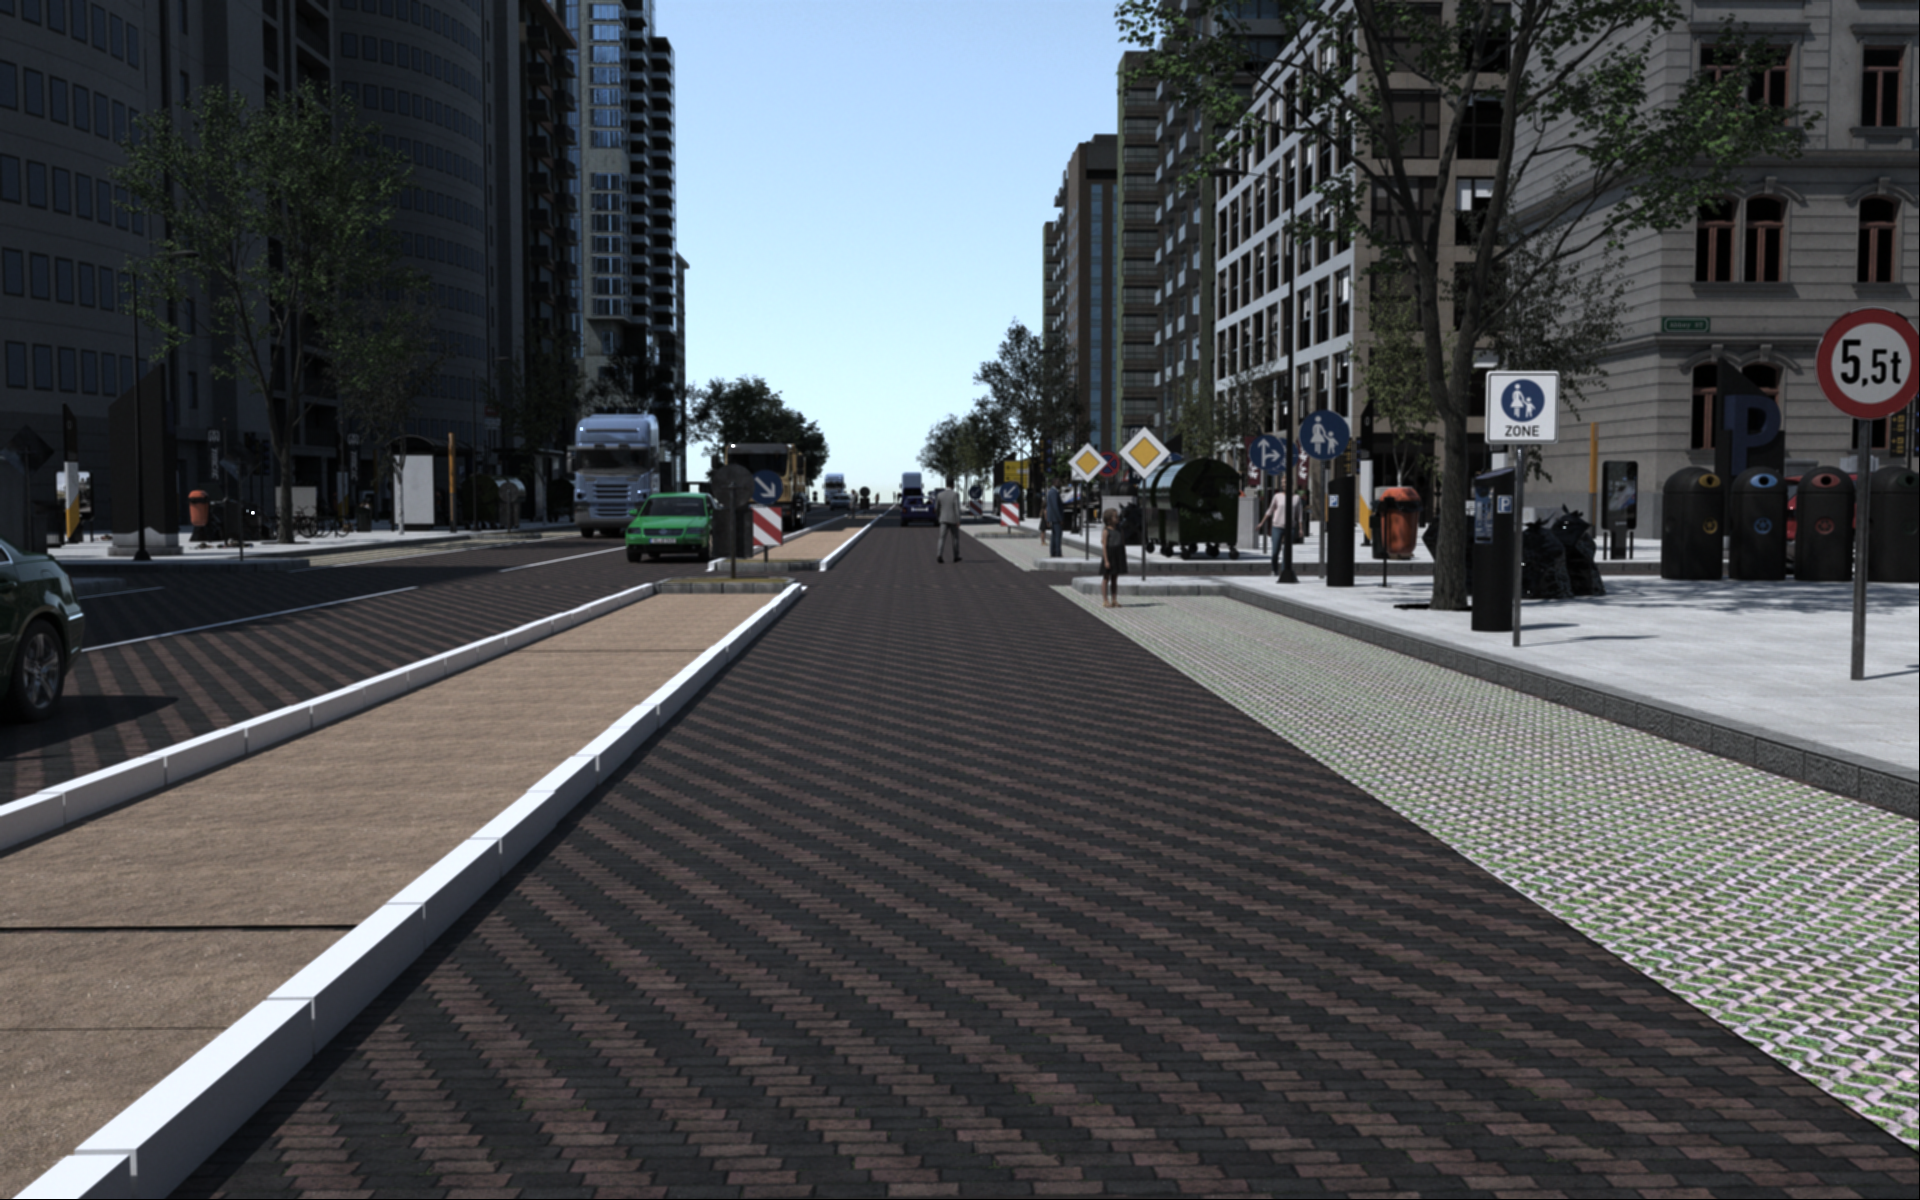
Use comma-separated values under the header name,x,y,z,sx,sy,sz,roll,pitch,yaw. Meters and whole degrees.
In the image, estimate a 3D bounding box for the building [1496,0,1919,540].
name,x,y,z,sx,sy,sz,roll,pitch,yaw
building,30.377,-16.327,54.330,23.554,28.519,14.401,0,4,-2

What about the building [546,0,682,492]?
name,x,y,z,sx,sy,sz,roll,pitch,yaw
building,-46.967,-55.487,219.882,22.319,86.520,31.000,0,4,-2

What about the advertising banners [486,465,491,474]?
name,x,y,z,sx,sy,sz,roll,pitch,yaw
advertising banners,-28.779,-6.507,102.578,2.074,3.025,0.090,-2,4,-33

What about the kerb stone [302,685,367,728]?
name,x,y,z,sx,sy,sz,roll,pitch,yaw
kerb stone,-4.010,0.686,11.023,0.120,0.150,1.000,0,4,-2

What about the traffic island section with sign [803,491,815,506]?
name,x,y,z,sx,sy,sz,roll,pitch,yaw
traffic island section with sign,-19.353,-12.612,214.840,1.989,1.847,2.006,0,4,-2

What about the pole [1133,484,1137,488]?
name,x,y,z,sx,sy,sz,roll,pitch,yaw
pole,8.869,-5.748,87.821,0.158,3.312,0.155,0,3,0

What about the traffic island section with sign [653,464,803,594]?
name,x,y,z,sx,sy,sz,roll,pitch,yaw
traffic island section with sign,-3.432,-1.071,25.653,2.006,1.907,1.989,0,4,-2

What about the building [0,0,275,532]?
name,x,y,z,sx,sy,sz,roll,pitch,yaw
building,-40.436,-31.725,60.709,21.231,58.520,28.212,0,4,-2

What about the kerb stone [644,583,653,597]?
name,x,y,z,sx,sy,sz,roll,pitch,yaw
kerb stone,-4.421,-0.131,24.344,0.120,0.150,1.000,0,4,-2

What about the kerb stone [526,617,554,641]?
name,x,y,z,sx,sy,sz,roll,pitch,yaw
kerb stone,-4.212,0.307,17.181,0.120,0.150,1.000,0,4,-2

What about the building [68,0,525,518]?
name,x,y,z,sx,sy,sz,roll,pitch,yaw
building,-44.215,-35.375,120.381,21.231,58.520,28.212,0,4,-2

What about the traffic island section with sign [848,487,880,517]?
name,x,y,z,sx,sy,sz,roll,pitch,yaw
traffic island section with sign,-5.970,-6.118,108.160,2.006,1.907,1.989,0,4,-2

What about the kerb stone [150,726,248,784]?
name,x,y,z,sx,sy,sz,roll,pitch,yaw
kerb stone,-3.959,0.808,8.979,0.120,0.150,1.000,0,4,-2

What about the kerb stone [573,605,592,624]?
name,x,y,z,sx,sy,sz,roll,pitch,yaw
kerb stone,-4.266,0.191,19.232,0.120,0.150,1.000,0,4,-2

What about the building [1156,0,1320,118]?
name,x,y,z,sx,sy,sz,roll,pitch,yaw
building,28.171,-31.919,141.481,23.786,49.044,30.456,0,4,-2

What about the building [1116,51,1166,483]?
name,x,y,z,sx,sy,sz,roll,pitch,yaw
building,21.637,-29.382,163.986,14.154,41.232,14.086,0,4,-2

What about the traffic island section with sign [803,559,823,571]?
name,x,y,z,sx,sy,sz,roll,pitch,yaw
traffic island section with sign,-3.650,-1.524,33.057,2.006,1.907,1.989,0,4,-2

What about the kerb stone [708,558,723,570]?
name,x,y,z,sx,sy,sz,roll,pitch,yaw
kerb stone,-4.691,-0.666,33.091,0.120,0.150,1.000,0,4,-2

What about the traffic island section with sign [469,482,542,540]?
name,x,y,z,sx,sy,sz,roll,pitch,yaw
traffic island section with sign,-14.437,-2.847,55.181,1.989,1.847,2.006,0,4,-2

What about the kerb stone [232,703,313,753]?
name,x,y,z,sx,sy,sz,roll,pitch,yaw
kerb stone,-3.984,0.746,10.001,0.120,0.150,1.000,0,4,-2

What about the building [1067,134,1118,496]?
name,x,y,z,sx,sy,sz,roll,pitch,yaw
building,20.928,-34.616,216.076,14.600,45.320,14.200,0,4,-2

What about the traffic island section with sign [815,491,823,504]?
name,x,y,z,sx,sy,sz,roll,pitch,yaw
traffic island section with sign,-20.186,-14.274,242.011,1.989,1.847,2.006,0,4,-2

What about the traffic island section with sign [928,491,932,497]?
name,x,y,z,sx,sy,sz,roll,pitch,yaw
traffic island section with sign,-1.746,-9.290,160.526,1.989,1.847,2.006,0,4,-2

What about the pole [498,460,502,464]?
name,x,y,z,sx,sy,sz,roll,pitch,yaw
pole,-25.737,-6.309,97.002,0.158,3.312,0.155,0,3,0

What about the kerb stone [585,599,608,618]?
name,x,y,z,sx,sy,sz,roll,pitch,yaw
kerb stone,-4.296,0.119,20.256,0.120,0.150,1.000,0,4,-2

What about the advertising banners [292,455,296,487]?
name,x,y,z,sx,sy,sz,roll,pitch,yaw
advertising banners,-30.111,-4.994,77.836,0.090,3.025,2.074,-2,4,-34

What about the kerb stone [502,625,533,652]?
name,x,y,z,sx,sy,sz,roll,pitch,yaw
kerb stone,-4.176,0.374,16.159,0.120,0.150,1.000,0,4,-2

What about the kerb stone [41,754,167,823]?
name,x,y,z,sx,sy,sz,roll,pitch,yaw
kerb stone,-3.930,0.871,7.955,0.120,0.150,1.000,0,4,-2

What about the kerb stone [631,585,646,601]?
name,x,y,z,sx,sy,sz,roll,pitch,yaw
kerb stone,-4.396,-0.069,23.322,0.120,0.150,1.000,0,4,-2

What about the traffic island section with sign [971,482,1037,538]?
name,x,y,z,sx,sy,sz,roll,pitch,yaw
traffic island section with sign,1.464,-2.926,56.464,1.989,1.847,2.006,0,4,-2

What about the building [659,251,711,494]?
name,x,y,z,sx,sy,sz,roll,pitch,yaw
building,-52.573,-34.073,248.973,32.217,40.220,23.993,0,4,-2

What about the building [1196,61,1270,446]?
name,x,y,z,sx,sy,sz,roll,pitch,yaw
building,23.316,-21.271,119.484,14.160,30.474,14.107,0,4,-2

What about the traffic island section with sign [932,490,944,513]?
name,x,y,z,sx,sy,sz,roll,pitch,yaw
traffic island section with sign,-0.917,-7.643,133.583,1.989,1.847,2.006,0,4,-2

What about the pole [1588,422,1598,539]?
name,x,y,z,sx,sy,sz,roll,pitch,yaw
pole,18.055,-3.396,49.370,0.158,3.312,0.155,0,3,0

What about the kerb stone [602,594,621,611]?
name,x,y,z,sx,sy,sz,roll,pitch,yaw
kerb stone,-4.335,0.057,21.277,0.120,0.150,1.000,0,4,-2

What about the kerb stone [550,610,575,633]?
name,x,y,z,sx,sy,sz,roll,pitch,yaw
kerb stone,-4.235,0.244,18.203,0.120,0.150,1.000,0,4,-2

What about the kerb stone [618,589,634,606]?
name,x,y,z,sx,sy,sz,roll,pitch,yaw
kerb stone,-4.364,-0.002,22.300,0.120,0.150,1.000,0,4,-2

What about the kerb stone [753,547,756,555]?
name,x,y,z,sx,sy,sz,roll,pitch,yaw
kerb stone,-4.914,-1.105,40.262,0.120,0.150,1.000,0,4,-2

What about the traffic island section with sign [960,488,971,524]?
name,x,y,z,sx,sy,sz,roll,pitch,yaw
traffic island section with sign,0.612,-4.574,83.406,1.989,1.847,2.006,0,4,-2

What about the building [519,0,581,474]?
name,x,y,z,sx,sy,sz,roll,pitch,yaw
building,-45.445,-30.268,149.511,22.147,44.769,28.867,0,4,-2

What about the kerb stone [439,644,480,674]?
name,x,y,z,sx,sy,sz,roll,pitch,yaw
kerb stone,-4.113,0.495,14.102,0.120,0.150,1.000,0,4,-2

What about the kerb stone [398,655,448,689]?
name,x,y,z,sx,sy,sz,roll,pitch,yaw
kerb stone,-4.081,0.558,13.076,0.120,0.150,1.000,0,4,-2

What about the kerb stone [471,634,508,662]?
name,x,y,z,sx,sy,sz,roll,pitch,yaw
kerb stone,-4.145,0.433,15.124,0.120,0.150,1.000,0,4,-2

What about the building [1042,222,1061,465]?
name,x,y,z,sx,sy,sz,roll,pitch,yaw
building,19.315,-35.345,261.478,14.154,41.232,14.086,0,4,-2

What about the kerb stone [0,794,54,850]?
name,x,y,z,sx,sy,sz,roll,pitch,yaw
kerb stone,-3.891,0.937,6.933,0.120,0.150,1.000,0,4,-2

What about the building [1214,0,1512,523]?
name,x,y,z,sx,sy,sz,roll,pitch,yaw
building,26.199,-17.604,92.345,19.350,26.468,34.151,0,4,-2

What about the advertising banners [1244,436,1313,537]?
name,x,y,z,sx,sy,sz,roll,pitch,yaw
advertising banners,9.548,-3.415,52.019,2.074,3.025,0.090,1,4,19

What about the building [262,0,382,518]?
name,x,y,z,sx,sy,sz,roll,pitch,yaw
building,-43.283,-40.021,92.601,20.563,71.187,20.611,0,4,-2

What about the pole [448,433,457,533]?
name,x,y,z,sx,sy,sz,roll,pitch,yaw
pole,-16.912,-3.908,57.731,0.158,3.312,0.155,0,3,0

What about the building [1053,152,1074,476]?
name,x,y,z,sx,sy,sz,roll,pitch,yaw
building,24.585,-37.863,238.661,23.786,49.044,30.456,0,4,-2

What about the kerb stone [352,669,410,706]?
name,x,y,z,sx,sy,sz,roll,pitch,yaw
kerb stone,-4.046,0.621,12.044,0.120,0.150,1.000,0,4,-2
